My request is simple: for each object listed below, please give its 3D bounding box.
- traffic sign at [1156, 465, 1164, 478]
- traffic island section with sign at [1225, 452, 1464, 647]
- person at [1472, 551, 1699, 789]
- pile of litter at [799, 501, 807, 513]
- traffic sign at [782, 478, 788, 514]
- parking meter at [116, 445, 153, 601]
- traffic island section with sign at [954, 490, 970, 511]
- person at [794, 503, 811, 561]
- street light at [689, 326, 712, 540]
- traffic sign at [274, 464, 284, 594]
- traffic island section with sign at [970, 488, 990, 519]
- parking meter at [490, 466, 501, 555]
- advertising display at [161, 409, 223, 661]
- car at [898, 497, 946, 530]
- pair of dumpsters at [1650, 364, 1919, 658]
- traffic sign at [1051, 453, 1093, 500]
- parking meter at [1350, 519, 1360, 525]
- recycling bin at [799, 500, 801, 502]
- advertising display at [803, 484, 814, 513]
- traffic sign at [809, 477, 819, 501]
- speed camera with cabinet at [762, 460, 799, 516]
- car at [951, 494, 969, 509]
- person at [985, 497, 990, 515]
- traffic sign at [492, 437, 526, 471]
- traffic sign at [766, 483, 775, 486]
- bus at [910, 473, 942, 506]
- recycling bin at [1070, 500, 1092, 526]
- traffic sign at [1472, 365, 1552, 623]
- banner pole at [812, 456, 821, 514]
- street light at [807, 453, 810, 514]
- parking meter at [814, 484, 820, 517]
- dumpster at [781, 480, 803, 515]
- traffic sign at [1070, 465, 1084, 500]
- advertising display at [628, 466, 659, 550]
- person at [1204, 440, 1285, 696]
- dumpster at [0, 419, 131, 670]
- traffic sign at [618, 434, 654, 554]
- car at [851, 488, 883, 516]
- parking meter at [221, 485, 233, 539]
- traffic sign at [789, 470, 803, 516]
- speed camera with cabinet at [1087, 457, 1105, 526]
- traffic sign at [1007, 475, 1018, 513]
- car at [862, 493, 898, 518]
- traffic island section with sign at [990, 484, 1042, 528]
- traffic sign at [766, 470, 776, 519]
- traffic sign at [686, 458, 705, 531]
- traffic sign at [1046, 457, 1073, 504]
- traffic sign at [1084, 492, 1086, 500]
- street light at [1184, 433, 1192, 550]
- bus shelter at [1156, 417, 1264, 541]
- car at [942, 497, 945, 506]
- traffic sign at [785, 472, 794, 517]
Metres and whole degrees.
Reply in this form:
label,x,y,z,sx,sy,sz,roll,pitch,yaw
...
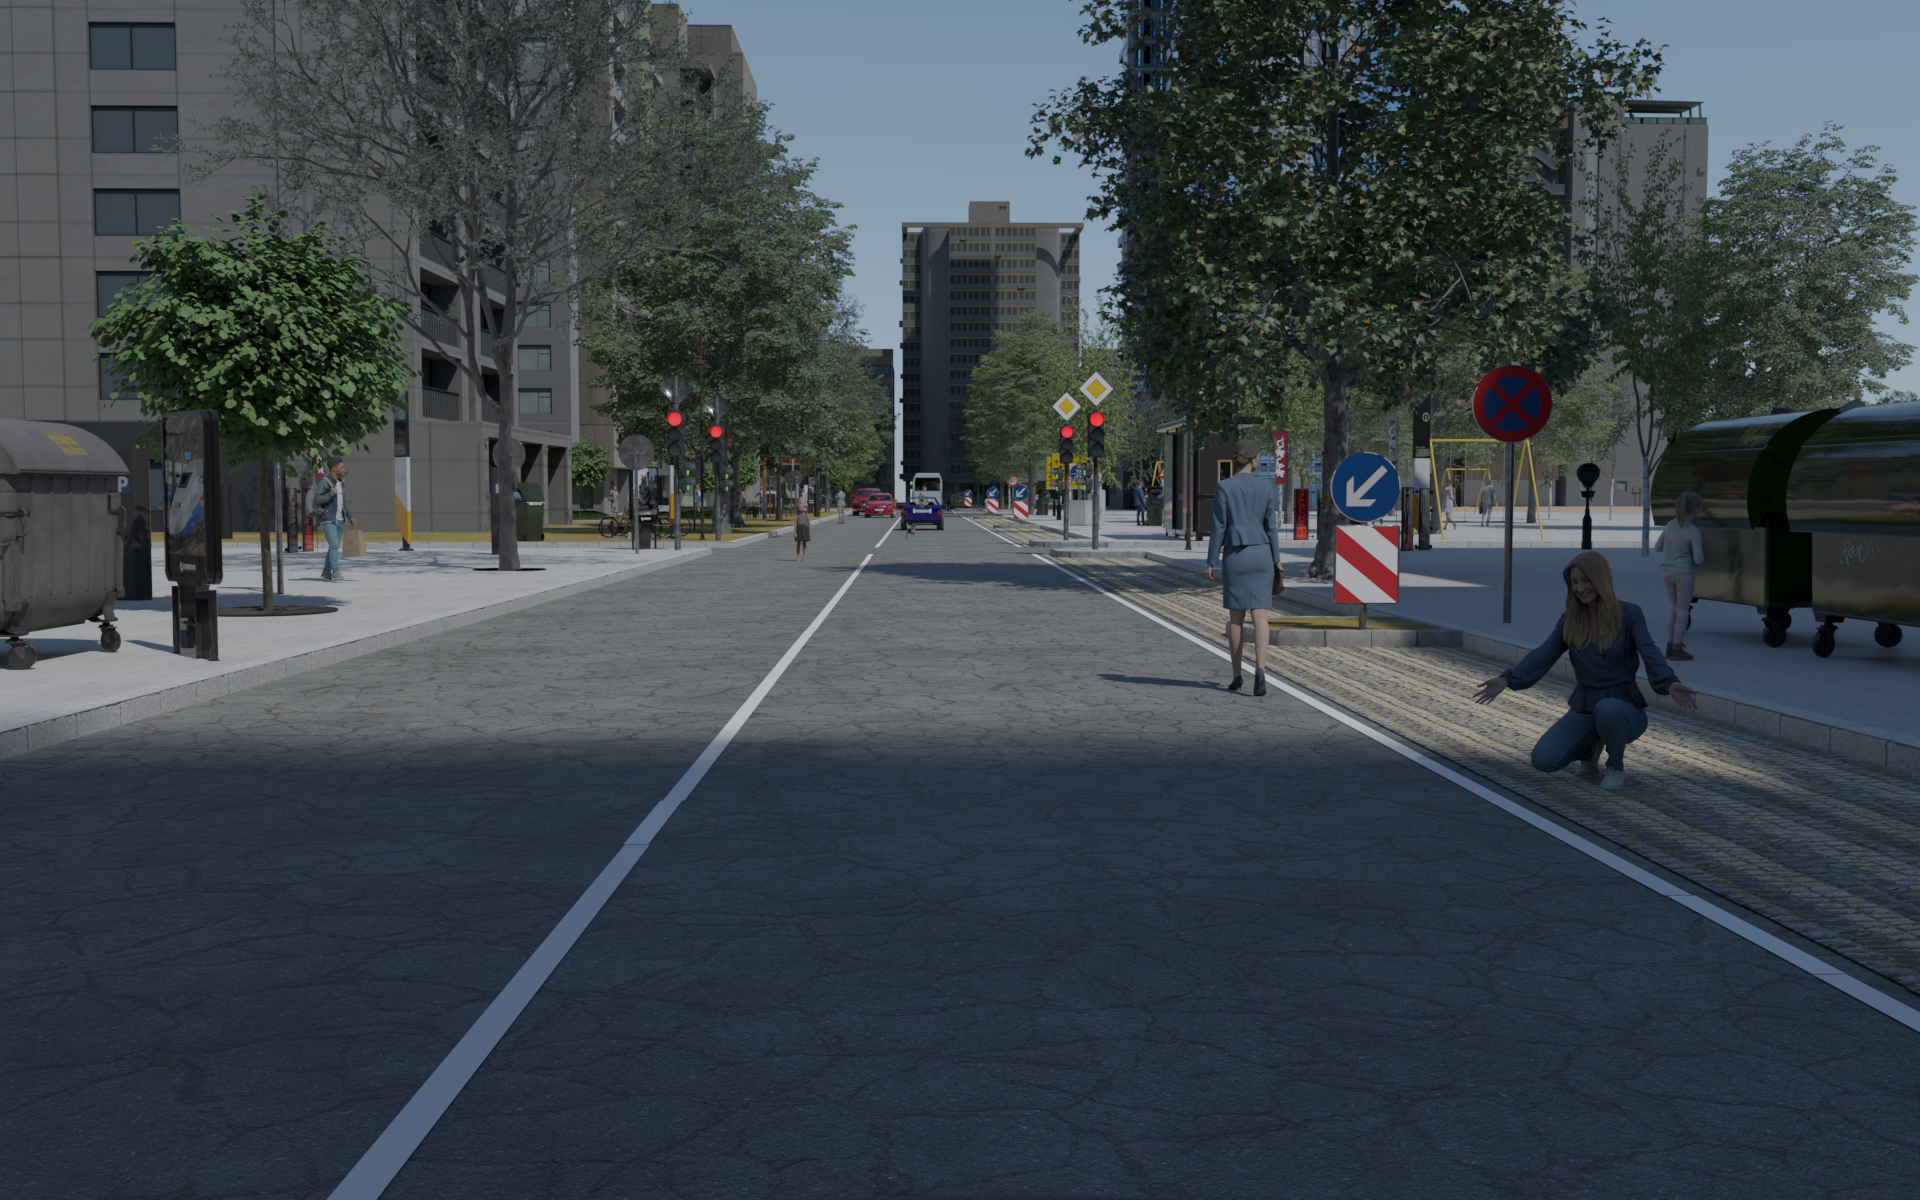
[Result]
label,x,y,z,sx,sy,sz,roll,pitch,yaw
traffic sign,6.967,-3.520,57.560,0.884,2.594,0.081,1,4,8
traffic island section with sign,3.685,-0.514,17.036,1.989,1.847,2.006,0,4,-1
person,3.148,0.340,8.445,0.738,1.151,1.012,-3,5,-43
pile of litter,-10.693,-6.353,117.838,1.176,0.858,1.719,-1,4,-17
traffic sign,-10.832,-6.652,108.766,0.884,2.594,0.081,0,4,8
parking meter,-10.011,-0.930,20.923,0.399,1.863,0.255,1,4,21
traffic island section with sign,0.576,-8.672,150.418,1.989,1.847,2.006,0,4,-1
person,-3.359,-1.454,36.949,0.362,1.253,0.373,-1,4,-8
street light,-7.158,-4.598,47.969,0.468,5.910,1.993,0,4,-1
traffic sign,-8.718,-1.348,22.143,0.768,2.556,0.104,1,4,8
traffic island section with sign,1.744,-5.557,99.477,1.989,1.847,2.006,0,4,-1
parking meter,-9.693,-1.887,36.563,0.399,1.863,0.255,-1,4,-12
advertising display,-6.016,-0.511,13.571,0.123,1.923,0.974,-3,5,-42
car,-1.524,-3.485,69.566,1.945,1.354,3.894,0,4,-2
pair of dumpsters,7.265,-0.703,13.982,1.574,2.255,4.437,0,4,-1
traffic sign,5.627,-5.608,85.560,2.265,3.308,0.079,0,4,1
parking meter,7.824,-1.748,34.296,0.399,1.863,0.255,-2,4,-31
recycling bin,-11.536,-6.745,122.834,0.722,1.027,0.722,-1,4,-21
advertising display,-9.969,-6.742,115.446,0.974,1.923,0.123,-1,4,-21
traffic sign,-8.689,-6.173,103.055,0.606,2.300,0.079,0,4,6
speed camera with cabinet,-10.297,-6.422,99.339,2.038,3.252,0.660,0,4,2
car,-0.038,-9.563,166.572,2.015,1.641,3.980,0,4,-3
person,1.846,-6.447,118.183,0.425,1.301,0.394,-3,5,-40
traffic sign,-10.119,-2.369,38.846,0.768,2.556,0.104,0,4,7
traffic sign,-12.172,-6.766,110.727,0.768,2.556,0.104,0,4,1
bus,-3.070,-10.061,159.349,2.948,3.499,13.247,0,4,-2
recycling bin,4.900,-3.507,69.887,0.722,1.027,0.722,2,4,27
traffic sign,5.452,-1.044,17.181,0.768,2.556,0.104,1,4,8
banner pole,-9.357,-7.554,113.518,0.401,3.779,0.863,-3,5,-45
street light,-8.183,-7.371,93.308,0.468,5.910,1.993,0,4,-1
parking meter,-7.978,-5.560,96.625,0.255,1.863,0.399,-2,4,-25
dumpster,-10.190,-6.158,103.170,1.502,2.255,1.985,0,4,-1
traffic sign,5.077,-4.525,74.096,0.768,2.556,0.104,0,4,5
advertising display,-7.321,-2.134,40.107,0.123,1.923,0.974,2,4,26
person,2.044,-0.239,12.436,0.581,1.822,0.654,0,4,8
dumpster,-7.368,-0.459,13.263,1.264,1.857,1.865,0,4,-1
traffic sign,-6.920,-2.258,37.028,0.768,2.556,0.104,0,4,3
car,-6.022,-6.470,114.452,2.281,1.827,5.304,0,4,-1
parking meter,-21.011,-2.514,49.518,0.372,1.533,0.369,0,3,0
traffic sign,-8.669,-5.590,91.497,0.768,2.556,0.104,0,4,0
speed camera with cabinet,5.626,-4.721,71.531,0.660,3.252,2.038,0,4,-1
traffic sign,3.475,-6.989,114.380,0.768,2.556,0.104,0,4,1
car,-4.837,-5.885,105.261,2.155,1.783,4.494,0,4,0
traffic island section with sign,2.392,-3.908,72.529,1.989,1.847,2.006,0,4,-1
traffic sign,-9.952,-5.539,90.662,0.768,2.556,0.104,0,4,7
traffic sign,-9.348,-3.719,60.910,0.768,2.556,0.104,0,4,0
traffic sign,5.782,-6.126,94.035,2.265,3.308,0.079,0,4,1
traffic sign,6.419,-5.430,88.884,0.768,2.556,0.104,0,4,8
street light,5.235,-4.082,39.525,0.468,5.910,1.993,0,4,-1
bus shelter,7.075,-4.491,51.063,2.179,5.291,8.768,0,4,-1
car,-2.468,-10.010,173.250,1.945,1.707,3.694,0,4,-2
traffic sign,-9.577,-6.005,98.294,0.768,2.556,0.104,0,4,1
